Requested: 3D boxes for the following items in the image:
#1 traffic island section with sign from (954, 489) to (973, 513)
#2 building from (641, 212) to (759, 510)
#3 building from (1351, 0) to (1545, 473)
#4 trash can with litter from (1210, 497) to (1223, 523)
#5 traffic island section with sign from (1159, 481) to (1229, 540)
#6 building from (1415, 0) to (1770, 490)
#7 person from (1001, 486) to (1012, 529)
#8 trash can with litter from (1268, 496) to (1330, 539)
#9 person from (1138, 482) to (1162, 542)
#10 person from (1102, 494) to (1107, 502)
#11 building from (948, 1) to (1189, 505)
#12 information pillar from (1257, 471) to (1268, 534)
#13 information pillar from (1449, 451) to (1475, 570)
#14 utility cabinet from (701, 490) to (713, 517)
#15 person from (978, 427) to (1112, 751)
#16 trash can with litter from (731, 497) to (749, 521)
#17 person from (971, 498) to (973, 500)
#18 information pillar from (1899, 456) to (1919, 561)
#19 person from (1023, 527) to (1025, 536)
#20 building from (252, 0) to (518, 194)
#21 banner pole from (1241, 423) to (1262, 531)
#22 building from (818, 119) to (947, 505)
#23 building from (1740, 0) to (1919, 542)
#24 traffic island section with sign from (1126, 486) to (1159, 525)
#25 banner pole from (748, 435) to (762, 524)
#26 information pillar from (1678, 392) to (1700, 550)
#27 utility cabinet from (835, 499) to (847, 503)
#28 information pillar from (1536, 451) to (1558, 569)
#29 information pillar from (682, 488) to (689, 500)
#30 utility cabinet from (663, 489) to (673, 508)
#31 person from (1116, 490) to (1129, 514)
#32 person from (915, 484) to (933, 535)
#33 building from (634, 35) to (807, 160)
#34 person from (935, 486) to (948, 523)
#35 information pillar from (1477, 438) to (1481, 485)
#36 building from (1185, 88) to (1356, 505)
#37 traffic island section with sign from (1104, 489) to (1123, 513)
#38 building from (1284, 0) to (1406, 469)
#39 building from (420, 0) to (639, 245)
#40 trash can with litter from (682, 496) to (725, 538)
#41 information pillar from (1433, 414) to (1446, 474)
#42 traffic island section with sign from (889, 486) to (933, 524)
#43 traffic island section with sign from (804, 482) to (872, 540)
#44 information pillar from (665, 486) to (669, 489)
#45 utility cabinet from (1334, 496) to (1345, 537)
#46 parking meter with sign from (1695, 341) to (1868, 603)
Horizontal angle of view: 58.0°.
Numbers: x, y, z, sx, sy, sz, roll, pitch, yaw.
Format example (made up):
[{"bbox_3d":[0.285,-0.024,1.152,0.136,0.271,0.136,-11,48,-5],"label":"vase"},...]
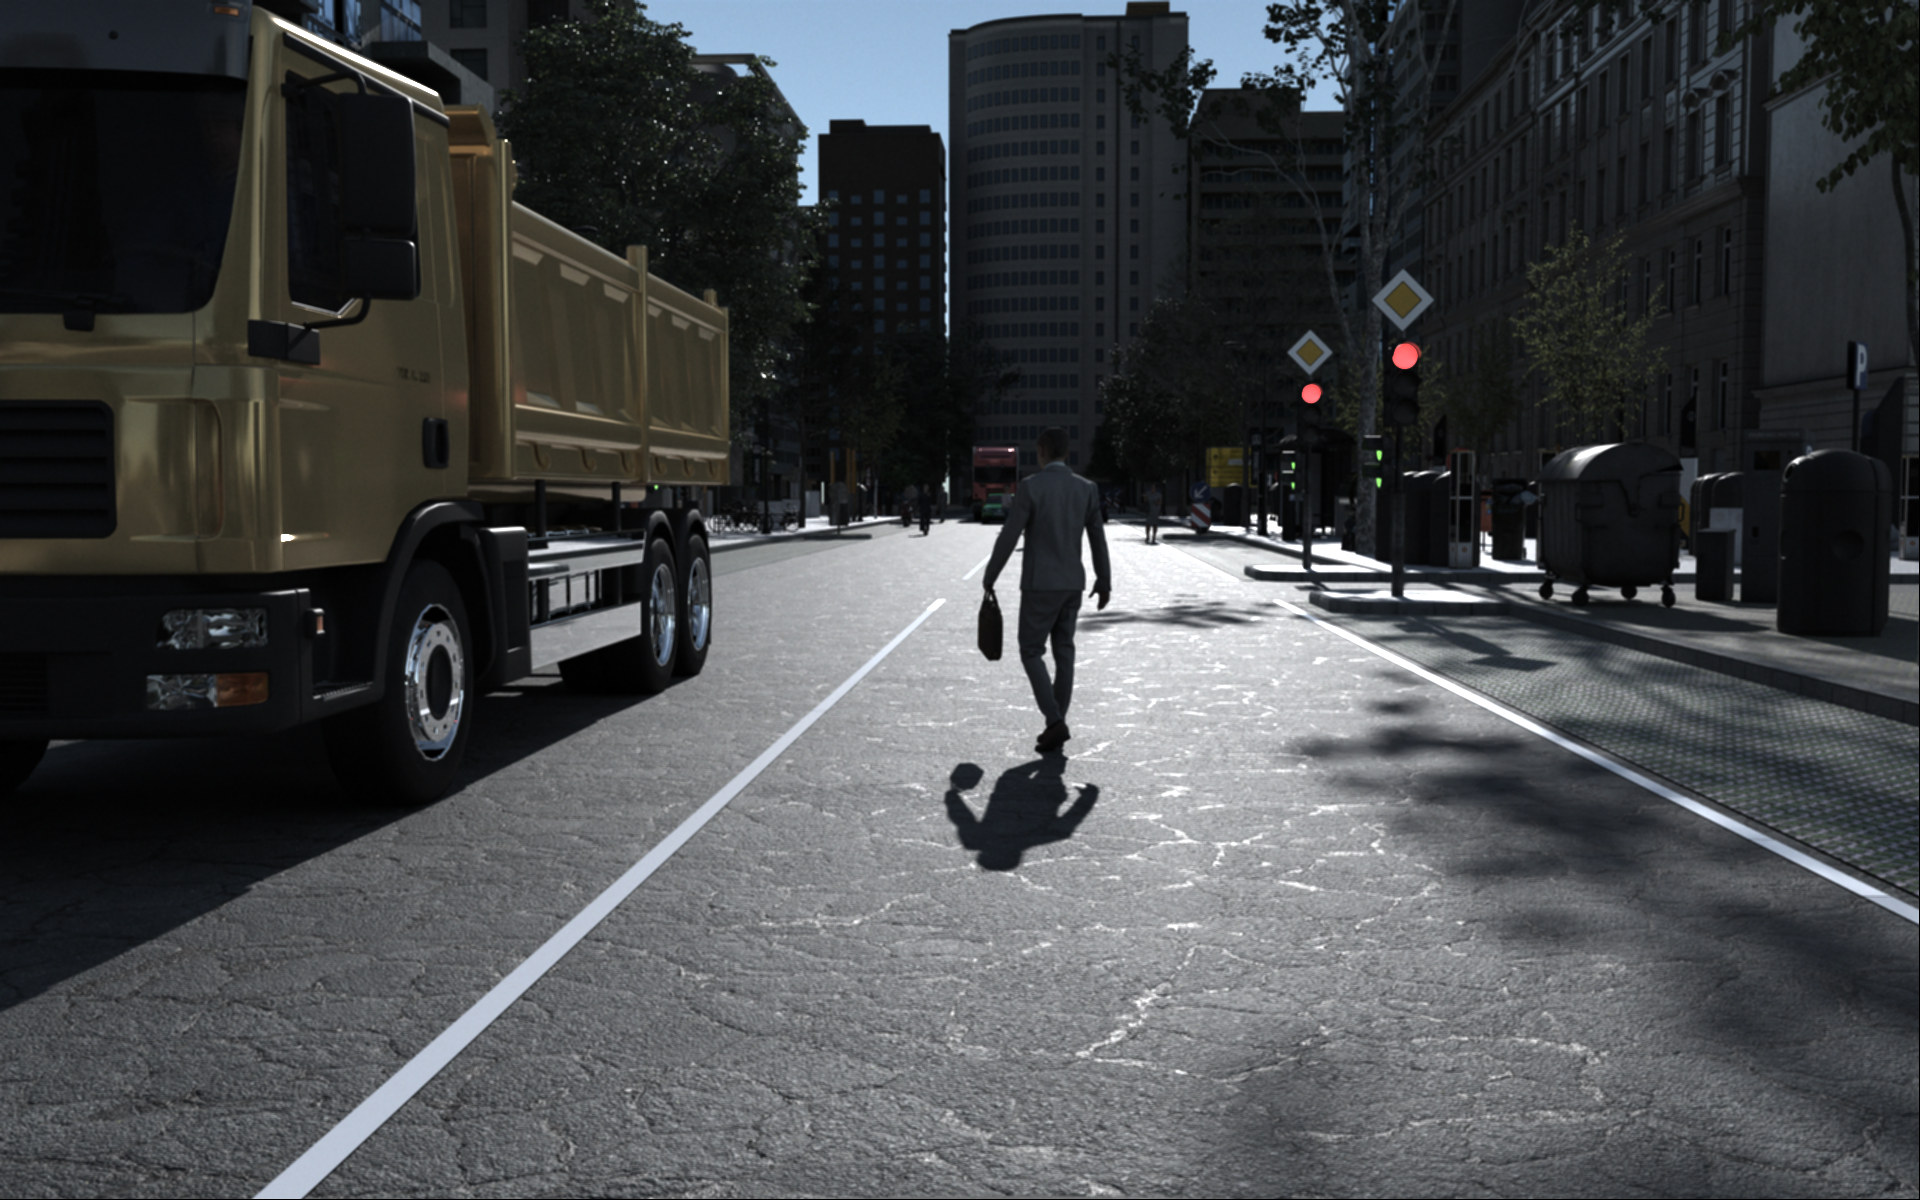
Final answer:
[{"bbox_3d":[0.605,-7.552,132.101,1.989,1.847,2.006,0,4,3],"label":"traffic island section with sign"},{"bbox_3d":[-30.422,-16.917,121.626,27.650,21.520,28.899,0,4,3],"label":"building"},{"bbox_3d":[43.393,-26.197,120.204,32.217,40.220,23.993,0,4,3],"label":"building"},{"bbox_3d":[11.665,-4.038,77.413,1.055,1.170,0.624,2,4,23],"label":"trash can with litter"},{"bbox_3d":[7.415,-2.813,54.612,1.989,1.847,2.006,0,4,3],"label":"traffic island section with sign"},{"bbox_3d":[32.464,-17.938,90.557,12.463,27.353,25.104,0,4,3],"label":"building"},{"bbox_3d":[1.759,-3.434,65.312,0.731,1.740,0.598,3,4,38],"label":"person"},{"bbox_3d":[9.857,-2.373,49.859,1.678,1.210,2.233,0,4,-1],"label":"trash can with litter"},{"bbox_3d":[5.643,-2.615,51.614,0.716,1.782,0.532,1,4,19],"label":"person"},{"bbox_3d":[11.712,-7.929,141.397,1.065,1.426,0.557,-3,5,-43],"label":"person"},{"bbox_3d":[12.911,-40.986,212.126,28.212,58.520,21.231,0,4,3],"label":"building"},{"bbox_3d":[9.677,-3.114,55.403,0.304,2.012,0.304,1,4,16],"label":"information pillar"},{"bbox_3d":[8.550,-1.531,29.527,0.304,2.012,0.304,-1,4,-9],"label":"information pillar"},{"bbox_3d":[-13.972,-5.326,95.765,0.318,1.500,1.173,-2,4,-26],"label":"utility cabinet"},{"bbox_3d":[0.499,-0.078,9.889,0.709,1.813,0.853,-2,4,-27],"label":"person"},{"bbox_3d":[-9.927,-4.144,79.139,1.055,1.170,0.624,0,4,-5],"label":"trash can with litter"},{"bbox_3d":[1.427,-7.814,136.200,1.348,1.831,0.705,-3,5,-41],"label":"person"},{"bbox_3d":[18.358,-1.770,33.428,0.304,2.012,0.304,1,4,11],"label":"information pillar"},{"bbox_3d":[1.833,-2.253,46.337,0.522,1.701,0.512,1,4,16],"label":"person"},{"bbox_3d":[-29.206,-45.609,58.378,22.319,86.520,31.000,0,4,3],"label":"building"},{"bbox_3d":[10.246,-4.321,60.670,0.401,3.779,0.863,-3,5,-42],"label":"banner pole"},{"bbox_3d":[-9.088,-34.257,210.217,14.200,45.320,14.600,0,4,3],"label":"building"},{"bbox_3d":[32.875,-11.154,46.995,19.286,19.102,10.561,0,4,3],"label":"building"},{"bbox_3d":[8.985,-4.468,81.678,1.989,1.847,2.006,0,4,3],"label":"traffic island section with sign"},{"bbox_3d":[-8.726,-5.101,73.419,0.863,3.779,0.401,2,4,29],"label":"banner pole"},{"bbox_3d":[16.784,-2.967,39.868,0.183,3.616,0.504,-1,4,-20],"label":"information pillar"},{"bbox_3d":[-5.947,-4.660,87.357,0.306,1.237,1.020,2,4,32],"label":"utility cabinet"},{"bbox_3d":[10.032,-1.536,29.609,0.304,2.012,0.304,1,4,13],"label":"information pillar"},{"bbox_3d":[-15.725,-5.795,99.232,0.304,2.012,0.304,0,4,0],"label":"information pillar"},{"bbox_3d":[-12.438,-3.844,71.533,1.173,1.500,0.318,2,4,24],"label":"utility cabinet"},{"bbox_3d":[11.630,-7.053,124.373,0.990,1.755,0.434,3,4,36],"label":"person"},{"bbox_3d":[-1.245,-3.172,60.784,0.576,1.772,0.534,-2,4,-26],"label":"person"},{"bbox_3d":[-26.694,-28.187,152.737,23.993,40.220,32.217,0,4,3],"label":"building"},{"bbox_3d":[-0.920,-4.780,86.756,0.694,1.812,0.767,3,4,36],"label":"person"},{"bbox_3d":[21.563,-4.936,72.053,0.183,3.616,0.504,1,4,21],"label":"information pillar"},{"bbox_3d":[37.927,-35.882,210.373,21.600,48.544,21.300,0,4,3],"label":"building"},{"bbox_3d":[11.852,-7.514,131.483,1.989,1.847,2.006,0,4,3],"label":"traffic island section with sign"},{"bbox_3d":[41.093,-51.011,146.701,22.319,86.520,31.000,0,4,3],"label":"building"},{"bbox_3d":[-25.333,-19.493,90.413,14.160,30.474,14.107,0,4,3],"label":"building"},{"bbox_3d":[-8.123,-2.414,50.529,2.233,1.210,1.678,2,4,28],"label":"trash can with litter"},{"bbox_3d":[14.125,-3.648,51.001,0.183,3.616,0.504,-1,4,-21],"label":"information pillar"},{"bbox_3d":[-2.284,-4.494,82.104,1.989,1.847,2.006,0,4,3],"label":"traffic island section with sign"},{"bbox_3d":[-3.844,-2.838,55.034,1.989,1.847,2.006,0,4,3],"label":"traffic island section with sign"},{"bbox_3d":[-17.454,-6.066,103.668,0.304,2.012,0.304,2,4,33],"label":"information pillar"},{"bbox_3d":[11.629,-2.454,51.283,1.020,1.237,0.306,0,4,-3],"label":"utility cabinet"},{"bbox_3d":[9.662,-1.480,20.465,1.738,3.016,0.543,3,5,41],"label":"parking meter with sign"}]
